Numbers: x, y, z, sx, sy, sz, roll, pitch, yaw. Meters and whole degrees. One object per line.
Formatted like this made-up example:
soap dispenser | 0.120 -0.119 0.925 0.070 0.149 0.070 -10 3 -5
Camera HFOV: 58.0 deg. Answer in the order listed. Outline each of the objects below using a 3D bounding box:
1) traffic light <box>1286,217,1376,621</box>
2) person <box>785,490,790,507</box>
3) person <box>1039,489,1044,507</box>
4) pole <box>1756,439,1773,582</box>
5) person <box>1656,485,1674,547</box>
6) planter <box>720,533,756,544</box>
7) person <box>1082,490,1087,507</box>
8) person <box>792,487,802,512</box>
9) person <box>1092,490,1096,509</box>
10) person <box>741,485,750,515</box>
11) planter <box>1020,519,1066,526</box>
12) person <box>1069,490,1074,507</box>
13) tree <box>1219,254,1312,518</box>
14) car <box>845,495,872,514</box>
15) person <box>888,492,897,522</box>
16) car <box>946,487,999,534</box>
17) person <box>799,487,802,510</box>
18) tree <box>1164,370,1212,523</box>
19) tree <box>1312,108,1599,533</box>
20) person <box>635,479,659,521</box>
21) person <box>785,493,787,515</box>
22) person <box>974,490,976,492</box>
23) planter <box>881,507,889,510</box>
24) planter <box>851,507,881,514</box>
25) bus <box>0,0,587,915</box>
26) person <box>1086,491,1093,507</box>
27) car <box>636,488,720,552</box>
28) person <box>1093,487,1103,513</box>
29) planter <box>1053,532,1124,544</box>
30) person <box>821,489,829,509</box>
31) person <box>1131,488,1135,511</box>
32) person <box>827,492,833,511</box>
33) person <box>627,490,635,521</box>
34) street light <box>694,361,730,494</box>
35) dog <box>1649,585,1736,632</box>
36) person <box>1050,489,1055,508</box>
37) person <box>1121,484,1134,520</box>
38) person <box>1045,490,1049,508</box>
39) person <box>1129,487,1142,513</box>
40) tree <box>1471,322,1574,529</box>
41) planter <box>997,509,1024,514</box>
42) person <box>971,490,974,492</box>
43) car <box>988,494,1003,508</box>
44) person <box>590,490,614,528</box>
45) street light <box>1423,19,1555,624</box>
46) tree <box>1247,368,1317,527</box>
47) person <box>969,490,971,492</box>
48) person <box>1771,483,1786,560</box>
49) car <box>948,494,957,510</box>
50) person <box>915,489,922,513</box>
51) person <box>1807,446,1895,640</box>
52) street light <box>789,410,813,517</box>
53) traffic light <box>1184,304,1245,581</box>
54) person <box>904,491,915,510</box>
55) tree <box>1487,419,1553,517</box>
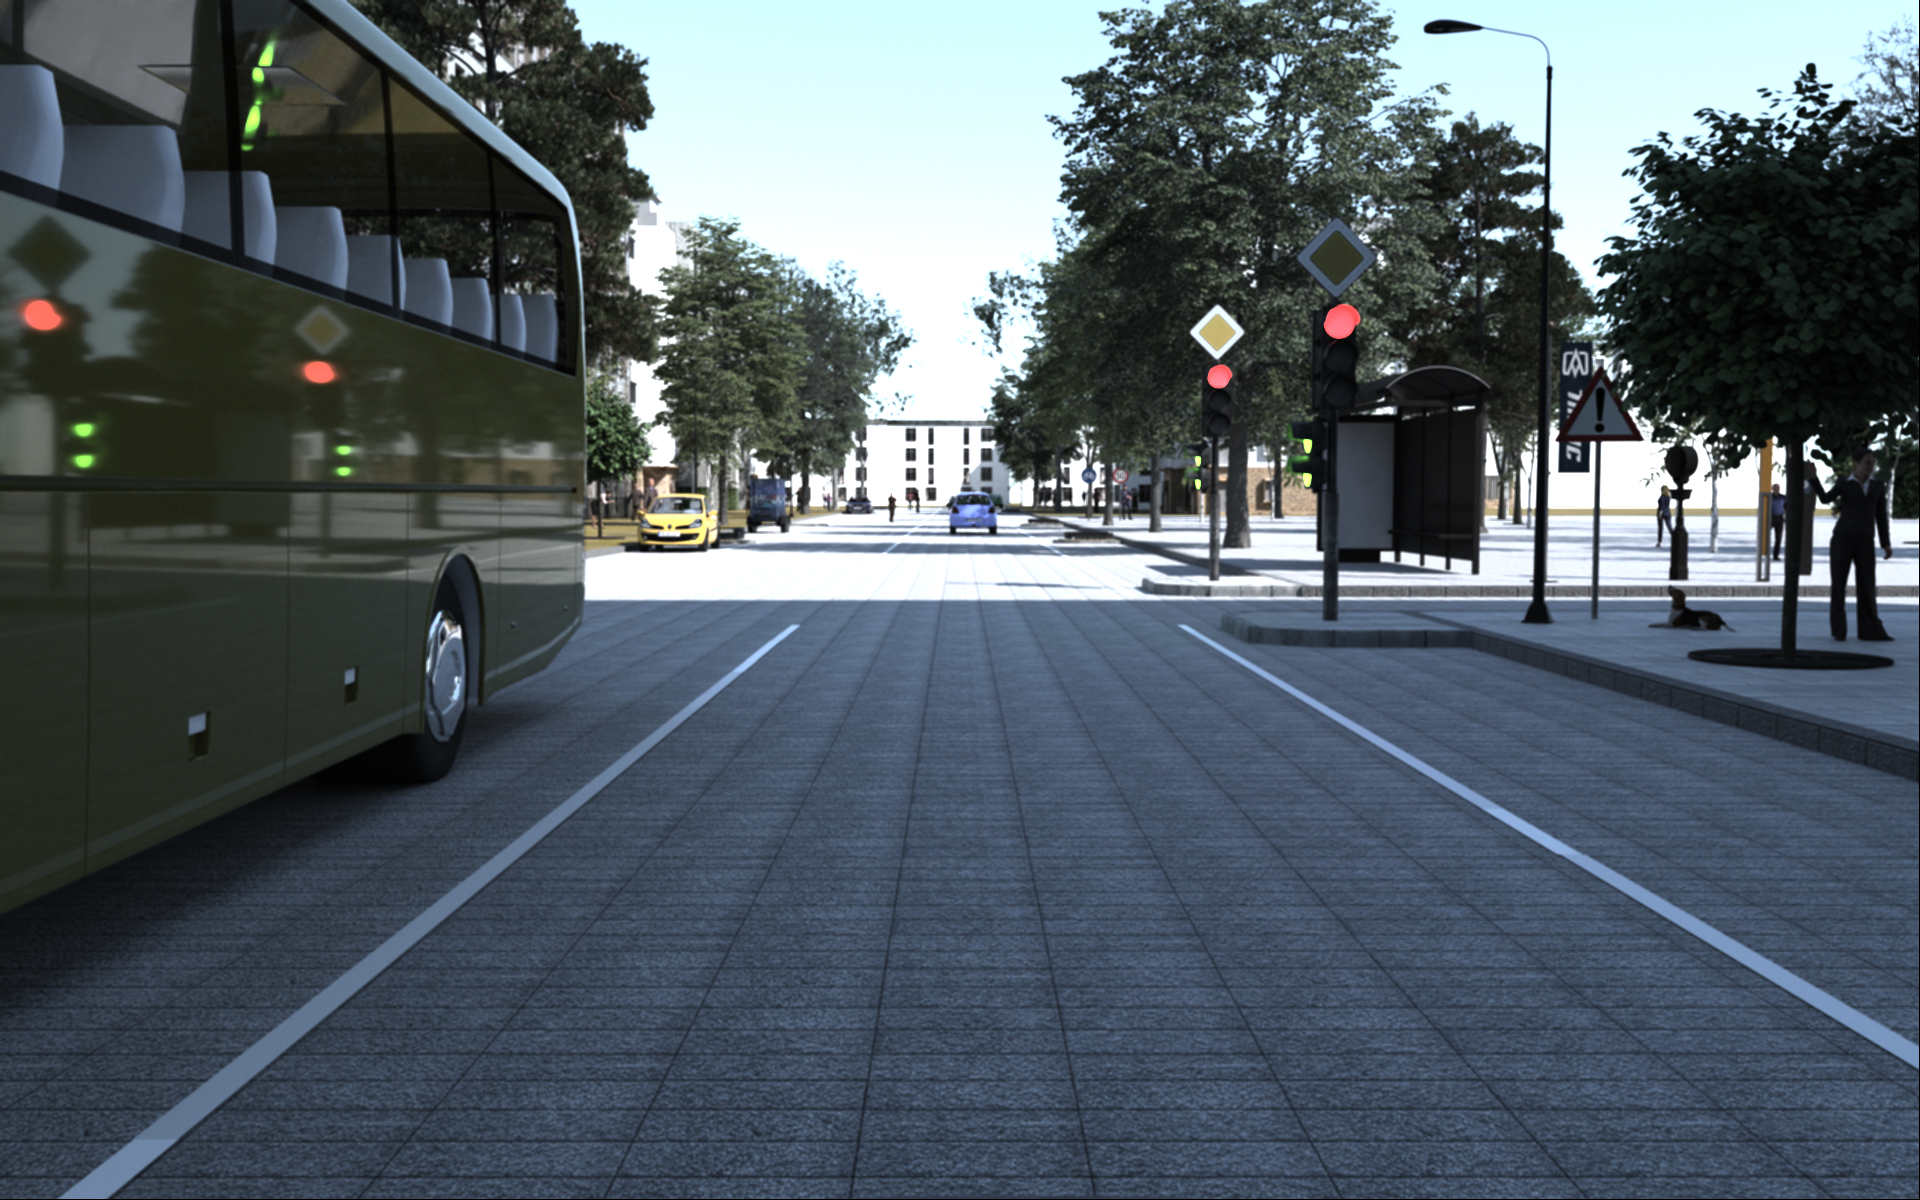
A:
traffic light | 3.745 -1.727 17.489 0.839 4.213 0.868 0 3 0
person | -17.418 -10.322 175.604 0.445 1.727 0.742 2 4 25
person | 7.758 -9.855 167.271 1.348 1.812 0.705 -3 5 -40
pole | 11.762 -1.923 25.281 0.158 3.312 0.155 0 3 0
person | 17.201 -2.053 42.144 0.480 1.512 0.613 -3 5 -42
planter | -6.966 -1.779 50.227 1.991 0.319 1.994 0 3 0
person | 12.772 -10.463 178.034 0.541 1.710 0.530 0 3 0
person | -11.772 -7.378 126.806 1.348 1.807 0.705 1 4 15
person | 11.737 -8.851 150.759 0.705 1.823 1.348 1 4 15
person | -12.857 -6.091 105.625 1.348 1.824 0.705 2 4 30
planter | 3.728 -3.481 78.046 1.991 0.319 1.994 0 3 0
person | 10.675 -9.752 166.407 0.530 1.710 0.541 1 4 8
tree | 17.098 -11.272 91.719 7.806 13.903 7.818 0 3 0
car | -7.247 -6.817 124.044 1.945 1.354 3.894 0 4 -1
person | -3.419 -4.718 87.916 0.482 1.546 0.388 -3 5 -41
car | 0.462 -3.253 62.783 1.945 1.707 3.694 0 4 -1
person | -12.816 -8.253 140.846 0.709 1.838 0.599 -1 4 -17
tree | 10.582 -7.762 77.266 4.737 8.622 4.395 0 3 0
tree | 16.805 -9.097 56.166 7.806 13.903 7.818 0 3 0
person | -9.475 -2.867 53.470 0.434 1.755 0.990 2 4 28
person | -9.387 -5.114 91.712 0.516 1.574 0.319 1 4 9
person | 1.268 -8.182 142.989 1.217 1.735 0.721 2 4 31
planter | -7.049 -8.149 154.376 1.991 0.319 1.994 0 3 0
planter | -7.031 -6.498 127.383 1.991 0.319 1.994 0 3 0
bus | -3.714 -0.870 5.770 2.896 3.916 12.252 0 4 -1
person | 11.682 -9.151 156.460 0.742 1.727 0.445 2 4 29
car | -7.139 -2.074 44.126 2.015 1.641 3.980 0 4 -1
person | 9.399 -6.815 118.190 0.721 1.743 1.217 3 4 39
planter | 3.751 -1.833 51.102 1.991 0.319 1.994 0 3 0
person | -11.386 -8.539 146.586 0.756 1.711 0.436 2 4 27
person | 12.959 -7.433 128.295 0.721 1.743 1.217 1 4 19
person | -9.841 -7.467 131.346 0.599 1.433 0.991 -2 4 -28
person | -15.218 -4.583 81.534 0.990 1.755 0.434 1 4 16
street light | -8.709 -5.385 60.589 1.470 5.913 1.316 0 3 0
dog | 6.944 0.080 16.422 0.550 0.427 0.748 -1 4 -9
person | 8.438 -9.007 154.088 0.721 1.735 1.217 -3 4 -36
person | 8.350 -4.888 86.405 0.683 1.767 0.568 -2 4 -29
person | 8.318 -9.641 165.139 0.593 1.643 0.415 3 4 36
person | 11.920 -6.830 118.438 1.217 1.736 0.721 -2 4 -27
tree | 20.936 -6.960 64.153 4.360 8.622 3.978 0 3 0
planter | 3.689 -6.504 127.485 1.991 0.319 1.994 0 3 0
person | 0.929 -7.066 124.764 1.217 1.736 0.721 2 4 28
car | 3.402 -10.125 174.347 1.959 1.807 4.718 0 4 -1
person | -13.374 -3.390 64.657 0.799 1.438 0.628 -2 4 -32
street light | 5.237 -2.727 17.130 1.470 5.913 1.316 0 3 0
tree | 13.858 -7.170 67.593 4.737 8.622 4.395 0 3 0
person | 1.009 -10.320 177.321 0.705 1.814 1.350 0 4 4
person | 15.695 -1.516 33.523 0.574 1.496 0.600 3 4 38
car | -0.168 -8.935 158.085 2.014 1.417 4.499 0 4 0
person | -3.200 -7.603 132.827 0.705 1.822 1.348 -1 4 -14
person | 7.744 -0.504 15.084 0.742 1.727 0.445 -2 4 -24
street light | -8.759 -7.517 95.436 1.470 5.913 1.316 0 3 0
traffic light | 3.738 -2.216 25.474 0.839 4.213 0.868 0 3 0
person | -4.565 -9.061 157.363 1.217 1.743 0.721 -2 4 -32
tree | 30.558 -8.895 95.795 4.737 8.622 4.395 0 3 0
